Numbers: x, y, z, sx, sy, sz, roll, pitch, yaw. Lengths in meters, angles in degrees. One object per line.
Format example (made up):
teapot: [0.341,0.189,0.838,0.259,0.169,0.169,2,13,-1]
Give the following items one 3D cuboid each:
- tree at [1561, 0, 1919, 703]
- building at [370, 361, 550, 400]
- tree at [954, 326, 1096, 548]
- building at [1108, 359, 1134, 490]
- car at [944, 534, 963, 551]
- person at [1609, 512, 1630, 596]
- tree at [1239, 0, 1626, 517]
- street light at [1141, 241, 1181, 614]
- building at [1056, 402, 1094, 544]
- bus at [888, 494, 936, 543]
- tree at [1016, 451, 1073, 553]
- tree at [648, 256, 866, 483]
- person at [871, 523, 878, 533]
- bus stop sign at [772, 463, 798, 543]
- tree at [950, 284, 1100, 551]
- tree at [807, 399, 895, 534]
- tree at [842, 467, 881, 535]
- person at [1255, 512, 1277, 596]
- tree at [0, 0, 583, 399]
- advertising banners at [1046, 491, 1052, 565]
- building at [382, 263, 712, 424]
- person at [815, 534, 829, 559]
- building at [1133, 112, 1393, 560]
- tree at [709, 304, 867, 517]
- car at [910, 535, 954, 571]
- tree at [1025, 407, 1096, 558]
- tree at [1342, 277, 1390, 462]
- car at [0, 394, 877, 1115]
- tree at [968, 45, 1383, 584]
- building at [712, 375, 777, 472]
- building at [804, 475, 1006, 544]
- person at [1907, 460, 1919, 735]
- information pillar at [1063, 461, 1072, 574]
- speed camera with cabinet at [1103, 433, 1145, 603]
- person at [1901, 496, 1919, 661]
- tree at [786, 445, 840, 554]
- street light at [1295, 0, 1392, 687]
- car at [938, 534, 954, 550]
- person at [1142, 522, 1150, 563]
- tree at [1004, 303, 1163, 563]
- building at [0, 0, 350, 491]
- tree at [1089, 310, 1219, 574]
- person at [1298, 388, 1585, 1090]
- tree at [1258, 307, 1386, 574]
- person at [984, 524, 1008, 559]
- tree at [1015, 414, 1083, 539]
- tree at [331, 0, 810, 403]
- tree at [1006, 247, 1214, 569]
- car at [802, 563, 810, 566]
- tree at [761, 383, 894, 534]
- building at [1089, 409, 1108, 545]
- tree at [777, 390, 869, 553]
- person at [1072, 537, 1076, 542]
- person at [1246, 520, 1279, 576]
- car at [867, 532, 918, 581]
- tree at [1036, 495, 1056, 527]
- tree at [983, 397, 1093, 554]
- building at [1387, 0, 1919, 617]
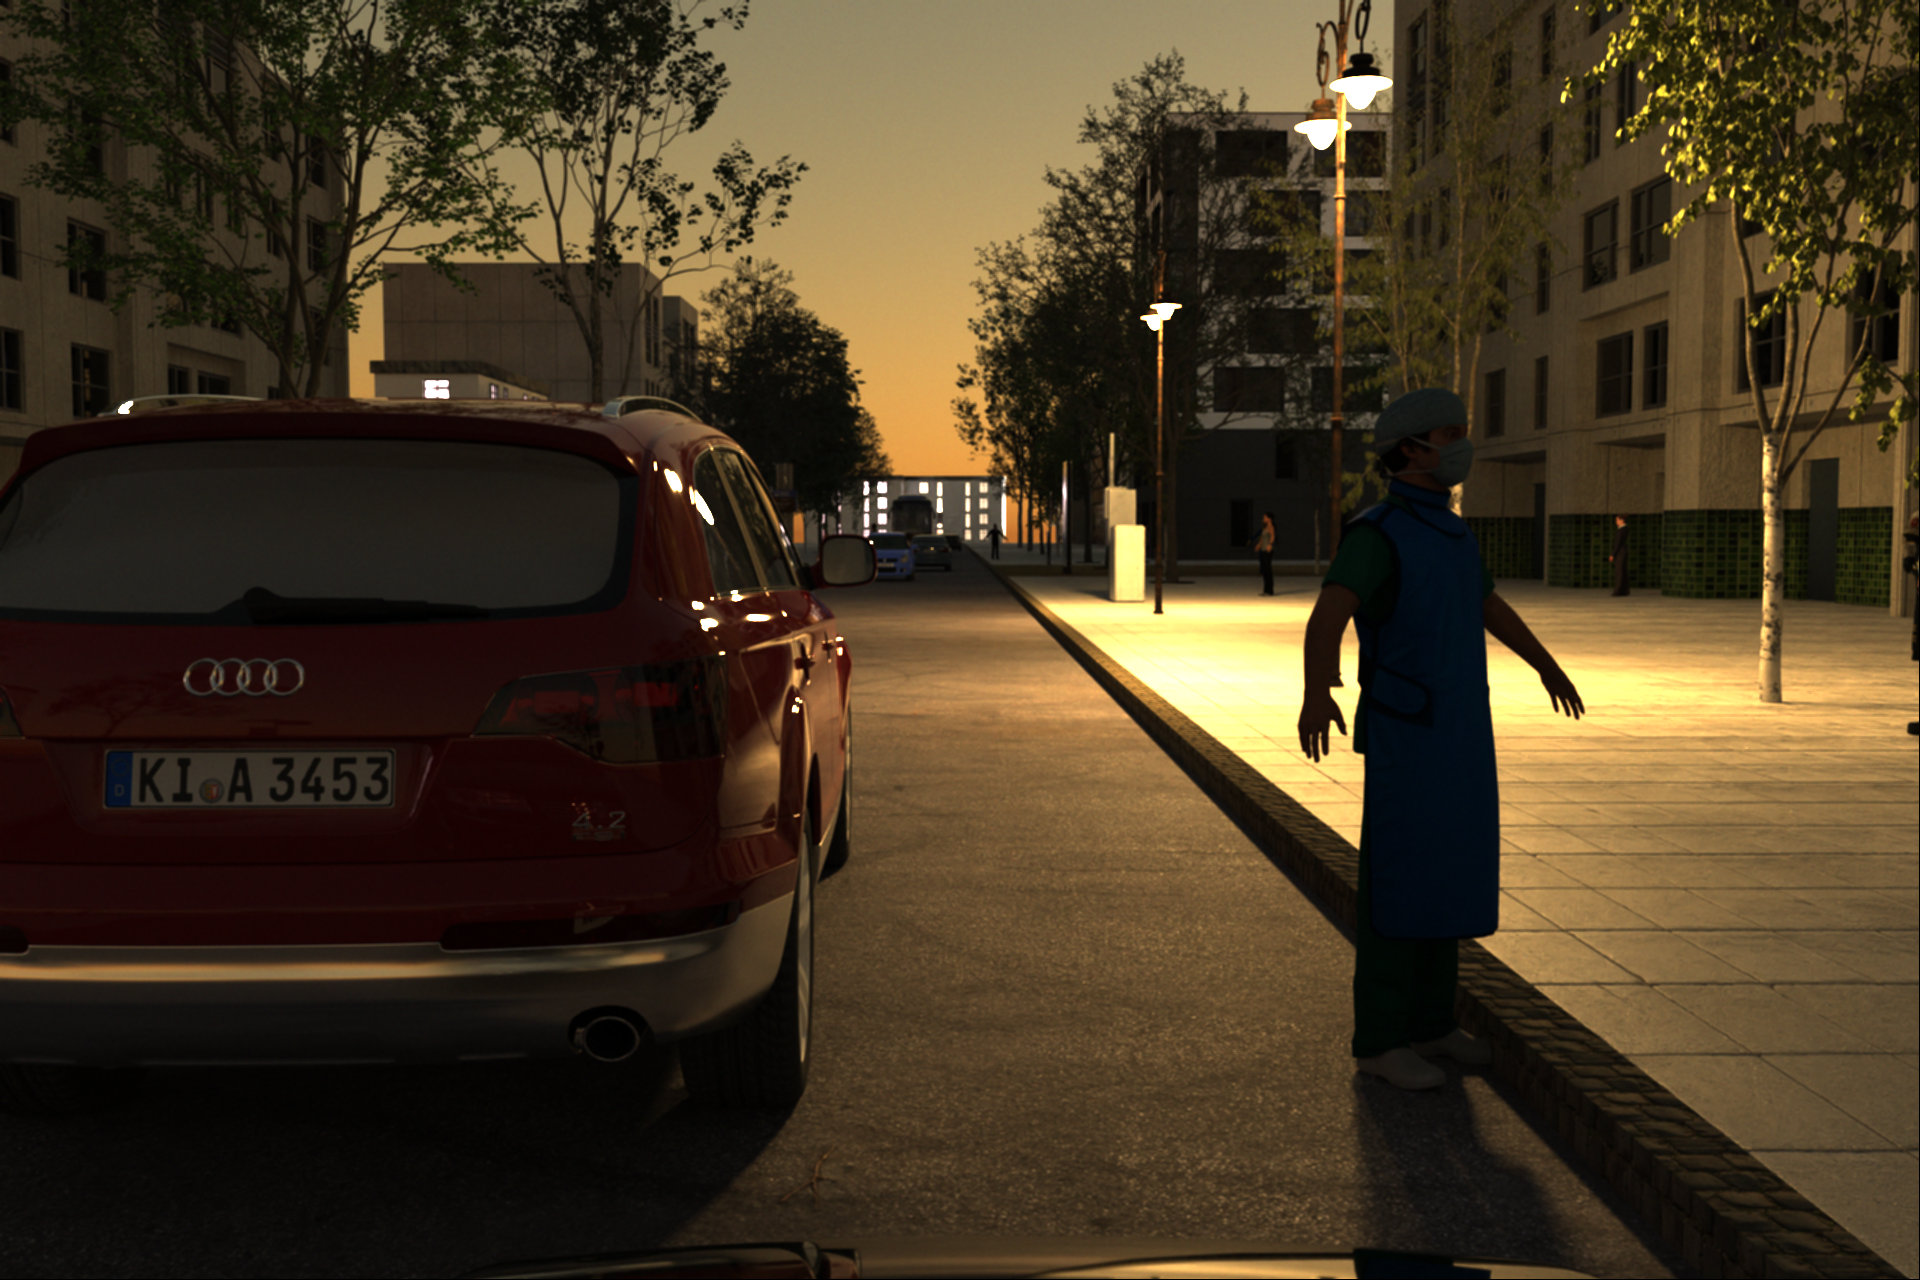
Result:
tree: [6.189,-3.813,12.706,4.737,8.622,4.395,0,3,0]
building: [-27.673,-9.528,97.934,9.099,9.664,28.070,0,3,0]
tree: [5.899,-18.350,155.907,12.611,20.169,13.585,0,3,0]
building: [24.695,-18.939,176.113,16.747,18.905,31.486,0,3,0]
car: [-0.720,-8.302,145.519,2.009,1.686,4.222,0,4,0]
person: [13.619,-1.772,35.811,0.445,1.727,0.742,1,4,12]
tree: [6.042,-4.284,20.410,4.360,8.622,3.978,0,3,0]
street light: [3.191,-3.357,27.675,0.468,5.910,1.993,0,3,0]
building: [22.296,-23.994,223.224,19.493,23.208,18.063,0,4,-1]
bus: [-2.936,-7.283,110.619,2.896,3.916,12.251,0,3,0]
tree: [5.996,-10.202,117.170,4.737,8.622,4.395,0,3,0]
tree: [-9.306,-10.164,76.552,12.009,13.543,11.850,0,3,0]
person: [-2.947,-3.080,59.086,0.705,1.796,1.348,3,5,43]
bus stop sign: [-6.539,-4.633,64.766,0.837,3.901,0.837,0,4,1]
tree: [5.105,-16.776,130.170,12.611,20.169,13.585,0,3,0]
tree: [-10.431,-14.409,145.961,12.009,13.543,11.850,0,3,0]
tree: [-9.733,-12.702,158.043,4.360,8.622,3.978,0,3,0]
person: [6.286,-1.774,35.822,0.721,1.737,1.217,0,4,-2]
tree: [-9.323,-6.028,24.314,9.928,11.665,9.643,0,3,0]
advertising banners: [3.691,-4.610,71.556,0.090,3.025,2.074,0,4,-1]
building: [-29.113,-16.051,128.889,16.747,18.905,31.486,0,4,0]
person: [-3.635,-2.121,46.404,0.599,1.433,0.991,-2,4,-28]
building: [23.744,-15.703,100.714,27.936,21.610,32.646,0,4,-1]
tree: [-9.726,-11.658,97.256,9.857,13.997,8.962,0,3,0]
car: [-1.213,-3.407,67.706,2.014,1.417,4.499,0,4,-1]
tree: [5.361,-8.824,94.640,4.737,8.622,4.395,0,3,0]
tree: [17.580,-8.386,62.862,9.928,11.665,9.643,0,3,0]
car: [-1.431,0.173,5.839,2.281,1.827,5.304,0,4,-2]
tree: [5.417,-8.221,44.778,12.009,13.543,11.850,0,3,0]
building: [-26.131,-21.428,206.765,16.016,20.090,11.380,0,4,-1]
building: [-7.742,-18.506,247.169,28.070,9.664,9.099,0,4,6]
person: [6.280,-0.322,11.101,0.704,1.849,1.345,2,4,29]
information pillar: [3.486,-3.973,56.269,0.184,3.620,1.656,0,4,-1]
speed camera with cabinet: [3.169,-2.383,33.305,0.660,3.252,2.038,0,4,-1]
person: [9.854,-0.718,17.508,1.351,1.858,0.704,-2,4,-34]
tree: [-9.803,-9.837,111.202,4.737,8.622,4.395,0,3,0]
street light: [3.148,-2.546,14.422,0.468,5.910,1.993,0,4,0]
car: [-1.415,-9.065,157.001,1.959,1.807,4.718,0,4,-1]
person: [8.245,-4.313,76.664,0.704,1.843,1.345,1,4,11]
tree: [5.538,-9.229,76.646,9.928,11.665,9.643,0,3,0]
building: [-28.835,-10.784,42.779,16.747,18.905,31.486,0,4,-1]
tree: [6.410,-6.432,55.531,4.737,8.622,4.395,0,3,0]
person: [1.249,0.244,4.600,1.347,1.817,0.704,-3,5,-45]
tree: [11.582,-6.455,55.901,4.360,8.622,3.978,0,3,0]
person: [1.807,-5.008,88.100,1.346,1.802,0.704,-1,4,-22]
tree: [5.820,-9.221,101.132,4.360,8.622,3.978,0,3,0]
tree: [-10.475,-11.641,46.212,12.611,20.169,13.585,0,3,0]
tree: [5.497,-8.399,63.074,9.928,11.665,9.643,0,3,0]
car: [-3.028,-0.864,23.911,2.009,1.686,4.222,0,3,0]
tree: [-10.281,-13.582,132.440,12.009,13.543,11.850,0,3,0]
building: [25.540,-22.869,204.831,19.493,23.208,18.063,0,4,0]
tree: [-9.809,-11.915,120.563,9.928,11.665,9.643,0,3,0]
person: [5.375,-4.900,86.301,0.705,1.806,1.347,-1,4,-21]
person: [9.325,-2.864,53.285,1.216,1.772,0.721,-2,4,-27]
car: [-2.261,-2.704,53.794,1.945,1.707,3.694,0,4,0]
tree: [15.752,-20.767,246.194,9.857,13.997,8.962,0,3,0]
tree: [4.907,-10.725,109.766,7.601,10.594,8.767,0,4,6]
building: [22.785,-10.734,41.955,16.747,18.905,31.486,0,4,0]
